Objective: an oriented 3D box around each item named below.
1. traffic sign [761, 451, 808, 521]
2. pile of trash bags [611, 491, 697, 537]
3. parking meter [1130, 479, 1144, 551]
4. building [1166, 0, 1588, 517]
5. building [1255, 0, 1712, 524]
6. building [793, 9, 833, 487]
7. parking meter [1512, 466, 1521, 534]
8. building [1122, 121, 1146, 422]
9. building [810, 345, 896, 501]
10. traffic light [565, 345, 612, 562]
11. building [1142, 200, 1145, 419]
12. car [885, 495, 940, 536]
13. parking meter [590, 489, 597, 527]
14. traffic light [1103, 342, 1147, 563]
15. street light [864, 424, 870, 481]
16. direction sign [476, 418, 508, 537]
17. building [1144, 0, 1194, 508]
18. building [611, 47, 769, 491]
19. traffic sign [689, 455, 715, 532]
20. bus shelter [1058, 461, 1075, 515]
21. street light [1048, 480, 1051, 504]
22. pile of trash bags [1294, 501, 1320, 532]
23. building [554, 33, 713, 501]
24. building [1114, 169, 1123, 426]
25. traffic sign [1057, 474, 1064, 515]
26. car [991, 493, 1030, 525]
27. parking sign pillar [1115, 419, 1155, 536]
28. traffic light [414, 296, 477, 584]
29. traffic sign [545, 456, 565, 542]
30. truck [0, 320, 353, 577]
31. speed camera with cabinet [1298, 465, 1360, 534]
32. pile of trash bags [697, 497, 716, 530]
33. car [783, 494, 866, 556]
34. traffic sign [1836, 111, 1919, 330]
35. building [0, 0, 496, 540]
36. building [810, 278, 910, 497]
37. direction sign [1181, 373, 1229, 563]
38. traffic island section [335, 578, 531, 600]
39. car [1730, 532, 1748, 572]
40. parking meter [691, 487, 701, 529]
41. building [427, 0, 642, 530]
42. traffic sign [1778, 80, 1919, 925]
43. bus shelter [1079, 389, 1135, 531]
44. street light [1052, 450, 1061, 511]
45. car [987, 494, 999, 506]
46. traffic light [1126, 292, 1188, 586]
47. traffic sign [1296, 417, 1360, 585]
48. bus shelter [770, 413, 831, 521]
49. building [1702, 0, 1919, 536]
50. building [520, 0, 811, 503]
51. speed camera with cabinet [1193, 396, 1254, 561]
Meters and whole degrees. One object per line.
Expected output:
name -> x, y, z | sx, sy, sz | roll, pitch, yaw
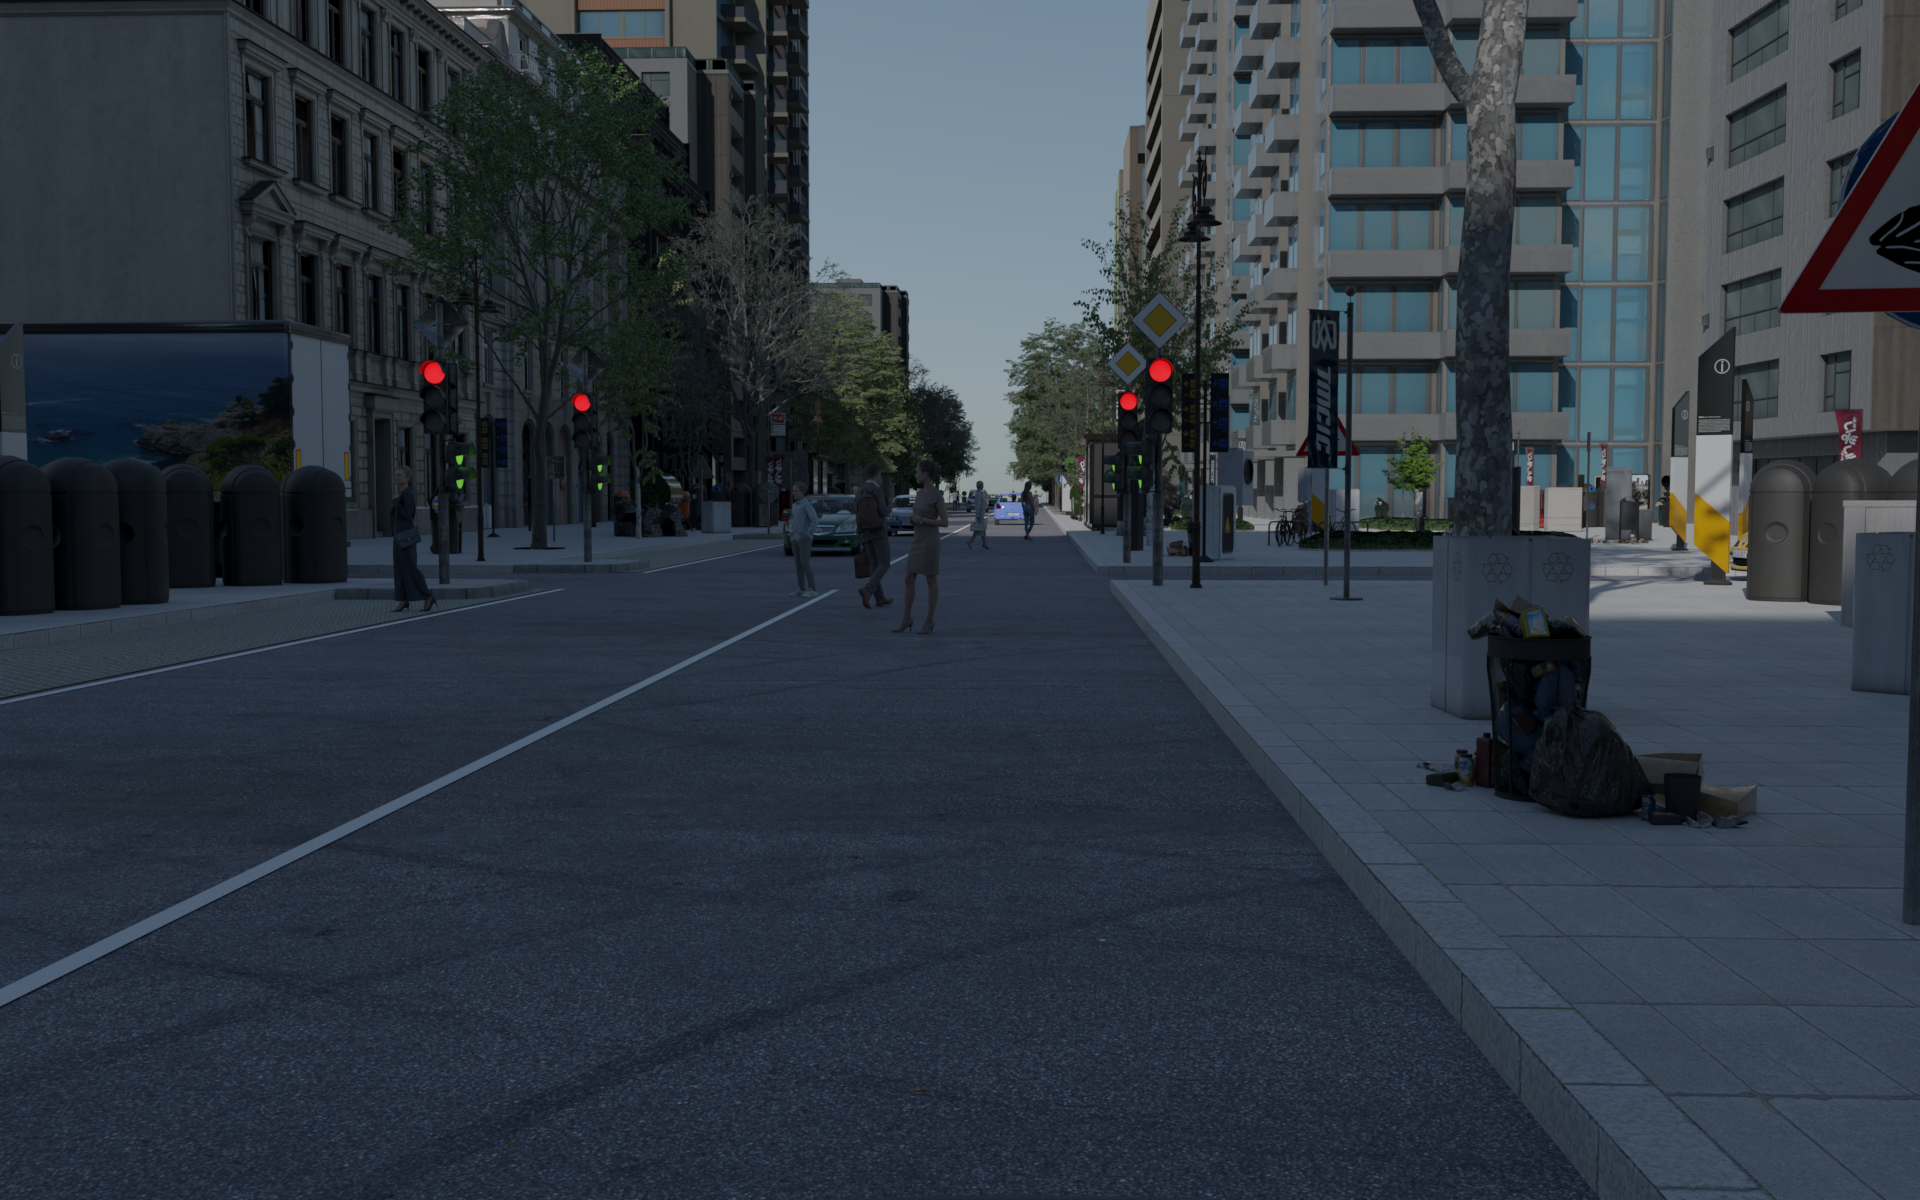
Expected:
traffic sign -> -8.343, -5.407, 82.283 | 2.265, 3.308, 0.079 | 1, 4, 9
pile of trash bags -> -9.761, -2.640, 52.920 | 1.912, 1.369, 3.447 | -2, 4, -35
parking meter -> 3.985, -2.050, 39.234 | 0.255, 1.863, 0.399 | 2, 4, 28
building -> 27.345, -30.787, 122.984 | 23.786, 49.044, 30.456 | 0, 4, 2
building -> 25.811, -28.555, 86.477 | 23.786, 49.044, 30.456 | 0, 4, 2
building -> -22.588, -44.200, 160.926 | 20.563, 71.187, 20.611 | 0, 4, 2
parking meter -> 11.643, -1.895, 36.691 | 0.399, 1.863, 0.255 | 3, 4, 37
building -> 26.611, -33.995, 205.934 | 14.600, 45.320, 14.200 | 0, 4, 2
building -> -22.959, -22.643, 215.254 | 27.650, 21.520, 28.899 | 0, 4, 2
traffic light -> -7.010, -2.671, 32.594 | 0.839, 4.253, 0.868 | 0, 4, 2
building -> 24.581, -24.213, 167.580 | 14.160, 30.474, 14.107 | 0, 4, 2
car -> -1.639, -2.959, 60.381 | 2.014, 1.417, 4.499 | 0, 4, 2
parking meter -> -14.227, -3.574, 66.839 | 0.372, 1.533, 0.369 | 0, 3, 0
traffic light -> 3.093, -2.646, 32.187 | 0.839, 4.253, 0.868 | 0, 4, 2
street light -> -5.844, -8.356, 109.413 | 0.468, 5.910, 1.993 | 0, 4, 2
direction sign -> -13.904, -3.640, 51.519 | 0.876, 3.537, 0.379 | -2, 4, -23
building -> 27.258, -32.129, 149.005 | 21.300, 48.544, 21.600 | 0, 4, 2
building -> -20.906, -21.053, 115.917 | 14.160, 30.474, 14.107 | 0, 4, 2
traffic sign -> -8.637, -3.544, 57.952 | 0.884, 2.594, 0.081 | 0, 4, 8
bus shelter -> 6.749, -6.570, 101.345 | 2.014, 3.302, 5.546 | 0, 4, 2
street light -> 9.845, -12.865, 183.135 | 0.468, 5.910, 1.993 | 0, 4, 2
pile of trash bags -> 12.483, -3.000, 58.804 | 1.912, 1.369, 3.447 | 0, 4, -4
building -> -20.762, -16.035, 91.850 | 12.332, 23.373, 15.834 | 0, 4, 2
building -> 26.846, -32.821, 220.224 | 14.154, 41.232, 14.086 | 0, 4, 2
traffic sign -> 6.283, -6.448, 105.525 | 0.768, 2.556, 0.104 | 1, 4, 11
car -> 2.437, -4.376, 81.144 | 1.945, 1.707, 3.694 | 0, 4, 0
parking sign pillar -> 5.518, -3.963, 53.272 | 1.447, 3.967, 1.447 | -1, 4, -8
traffic light -> -7.345, -2.183, 24.616 | 0.839, 4.253, 0.868 | 0, 4, 2
traffic sign -> -10.914, -2.715, 46.523 | 0.606, 2.300, 0.079 | 0, 4, 3
truck -> -16.281, -2.478, 29.436 | 11.283, 4.237, 2.839 | 0, 4, 3
speed camera with cabinet -> 11.946, -3.777, 56.093 | 2.038, 3.252, 0.660 | -1, 4, -22
pile of trash bags -> -9.476, -3.140, 61.091 | 1.912, 1.369, 3.447 | 0, 4, 0
car -> -3.118, -1.831, 41.736 | 2.131, 1.459, 4.920 | 0, 4, 2
traffic sign -> 3.186, -0.336, 5.598 | 0.768, 2.556, 0.104 | 0, 4, 5
building -> -21.605, -11.365, 50.441 | 10.561, 19.102, 19.286 | 0, 4, 2
building -> -14.390, -28.434, 236.589 | 14.160, 30.474, 14.107 | 0, 4, 2
direction sign -> 4.592, -2.477, 32.500 | 0.876, 3.537, 0.379 | 1, 4, 10
traffic island section -> -7.385, -0.151, 24.752 | 2.009, 0.180, 2.903 | 0, 4, 2
car -> 14.680, -1.098, 28.184 | 3.980, 1.641, 2.015 | 0, 4, 1
parking meter -> -9.832, -3.437, 64.603 | 0.372, 1.533, 0.369 | 0, 3, 0
building -> -22.312, -14.082, 72.035 | 13.314, 21.916, 24.055 | 0, 4, 2
traffic sign -> 2.853, -0.312, 5.102 | 0.884, 2.594, 0.081 | 0, 4, 8
bus shelter -> 5.523, -5.287, 64.077 | 2.179, 5.291, 8.768 | 0, 4, 2
street light -> 8.748, -11.278, 157.182 | 0.468, 5.910, 1.993 | 0, 4, 2
car -> 3.477, -10.572, 182.633 | 2.009, 1.686, 4.222 | 0, 4, 1
traffic light -> 2.758, -2.158, 24.208 | 0.839, 4.253, 0.868 | 0, 4, 2
traffic sign -> 5.150, -1.486, 24.307 | 0.884, 2.594, 0.081 | 0, 4, 4
bus shelter -> -8.128, -6.748, 87.969 | 2.179, 5.291, 8.768 | 0, 4, 3
building -> 29.608, -16.781, 46.067 | 14.107, 30.474, 14.160 | 0, 4, 2
building -> -23.822, -29.507, 137.069 | 22.147, 44.769, 28.867 | 0, 4, 2
speed camera with cabinet -> 5.213, -2.435, 34.156 | 0.660, 3.252, 2.038 | 2, 4, 28
